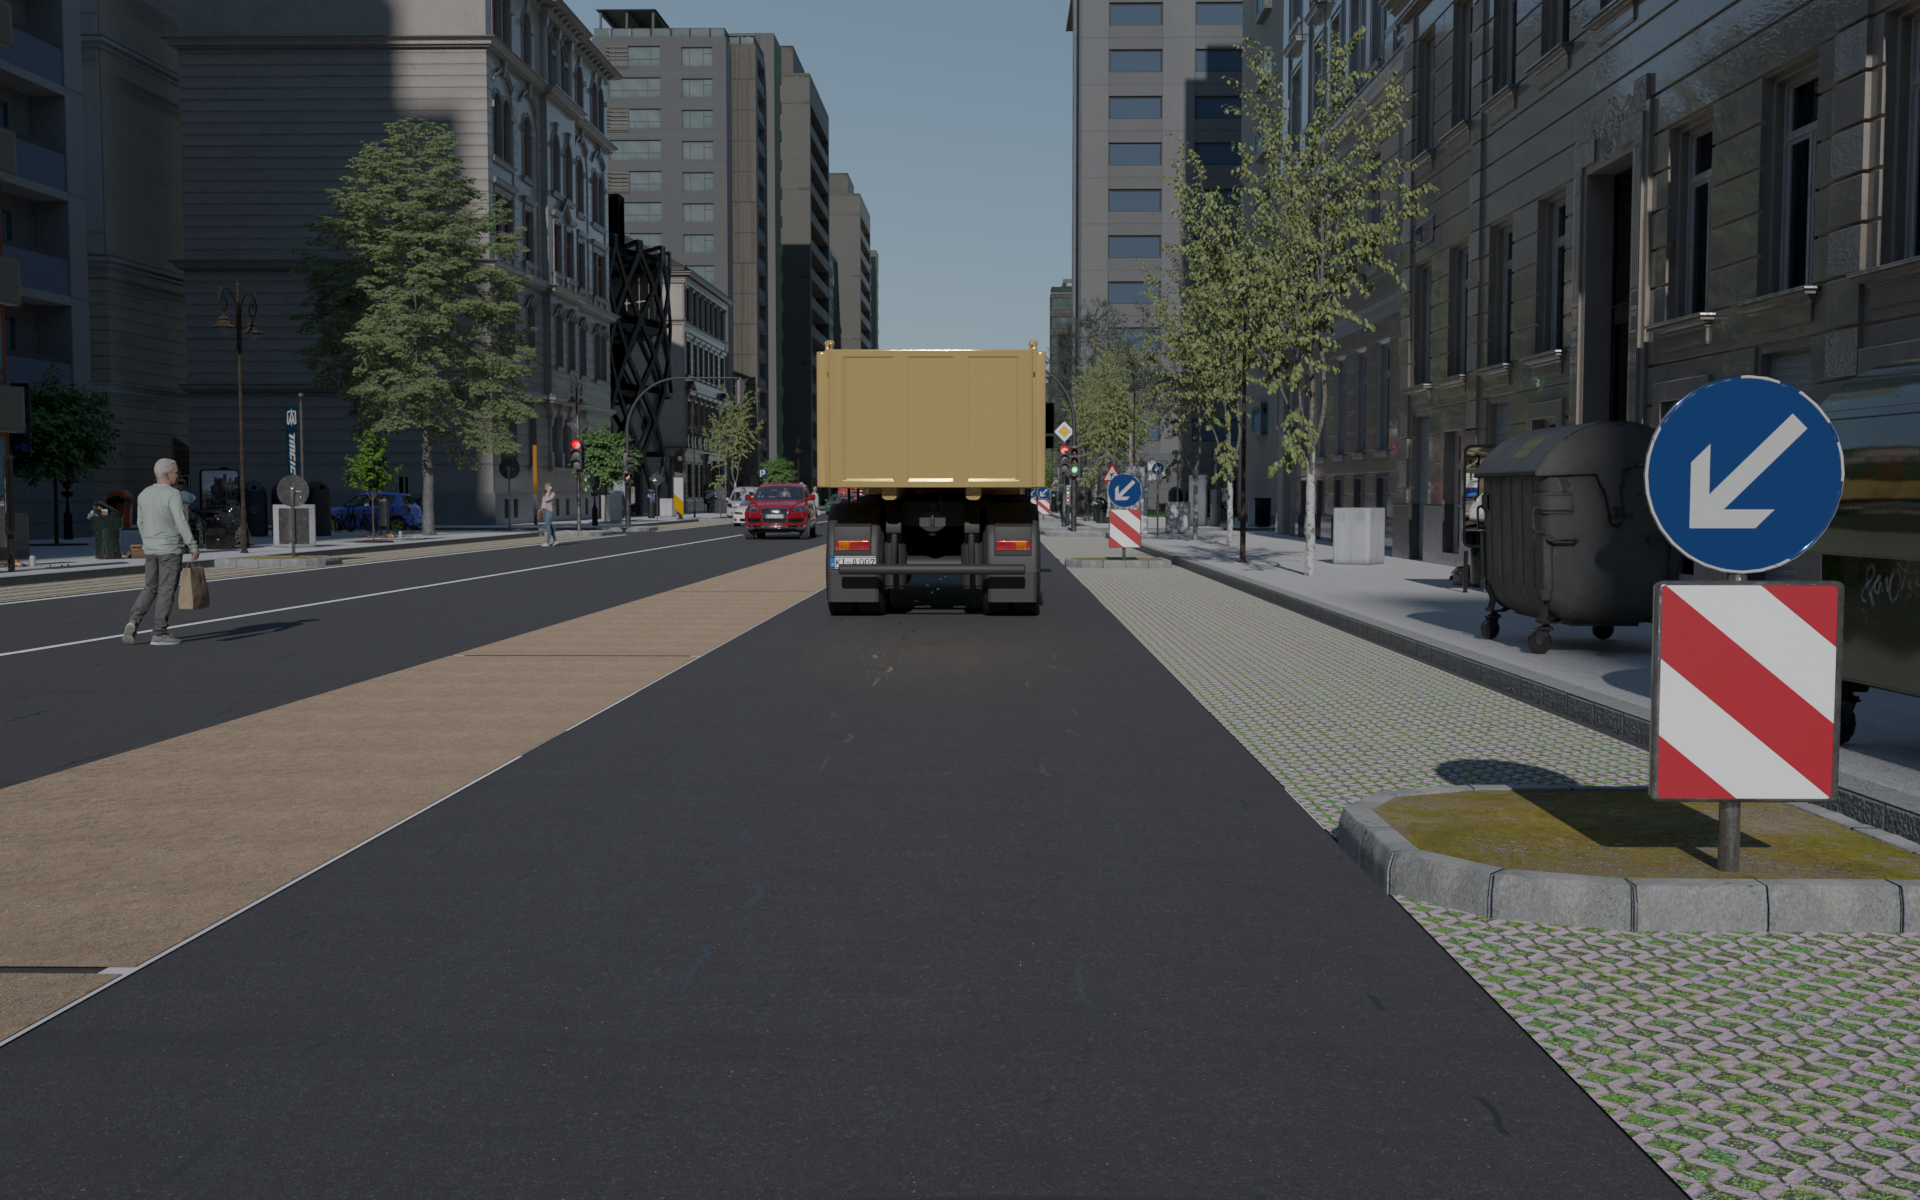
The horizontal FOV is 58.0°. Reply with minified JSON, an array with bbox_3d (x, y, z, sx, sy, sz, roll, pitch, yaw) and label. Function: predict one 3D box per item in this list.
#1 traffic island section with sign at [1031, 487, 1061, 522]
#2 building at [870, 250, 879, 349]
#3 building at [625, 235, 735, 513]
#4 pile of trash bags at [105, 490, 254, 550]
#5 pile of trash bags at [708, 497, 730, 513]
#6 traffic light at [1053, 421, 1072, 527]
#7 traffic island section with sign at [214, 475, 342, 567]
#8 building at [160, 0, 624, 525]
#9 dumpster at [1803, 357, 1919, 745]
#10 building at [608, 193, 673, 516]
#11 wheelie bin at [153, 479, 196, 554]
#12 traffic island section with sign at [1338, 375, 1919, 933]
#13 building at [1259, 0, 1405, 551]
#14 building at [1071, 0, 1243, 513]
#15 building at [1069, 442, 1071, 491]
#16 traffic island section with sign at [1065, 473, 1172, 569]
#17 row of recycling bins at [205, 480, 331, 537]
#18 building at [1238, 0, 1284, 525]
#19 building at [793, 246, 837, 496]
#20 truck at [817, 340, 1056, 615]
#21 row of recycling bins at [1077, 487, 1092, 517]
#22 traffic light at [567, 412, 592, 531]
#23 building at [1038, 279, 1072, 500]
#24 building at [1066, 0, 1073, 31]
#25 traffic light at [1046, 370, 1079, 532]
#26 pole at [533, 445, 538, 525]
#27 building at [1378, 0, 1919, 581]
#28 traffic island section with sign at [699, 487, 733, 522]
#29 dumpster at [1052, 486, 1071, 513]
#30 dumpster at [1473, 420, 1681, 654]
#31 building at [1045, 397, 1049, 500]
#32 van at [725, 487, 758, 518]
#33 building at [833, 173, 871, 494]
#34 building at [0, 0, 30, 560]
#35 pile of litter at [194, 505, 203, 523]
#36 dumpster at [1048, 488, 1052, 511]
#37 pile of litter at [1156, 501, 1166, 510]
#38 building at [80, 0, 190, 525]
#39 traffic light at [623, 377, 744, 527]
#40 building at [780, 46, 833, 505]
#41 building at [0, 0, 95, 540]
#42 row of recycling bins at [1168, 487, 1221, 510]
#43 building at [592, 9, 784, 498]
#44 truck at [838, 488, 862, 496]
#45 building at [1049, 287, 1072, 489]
[{"bbox_3d":[4.155,-4.902,88.771,1.989,1.847,2.006,0,4,1],"label":"traffic island section with sign"},{"bbox_3d":[-20.693,-36.624,282.388,14.154,41.232,14.086,0,4,1],"label":"building"},{"bbox_3d":[-23.038,-15.997,126.172,10.561,19.102,19.286,0,4,1],"label":"building"},{"bbox_3d":[-18.398,-1.897,40.771,3.447,1.369,1.912,0,4,3],"label":"pile of trash bags"},{"bbox_3d":[-15.607,-6.526,116.451,1.912,1.369,3.447,1,4,13],"label":"pile of trash bags"},{"bbox_3d":[4.012,-4.775,66.985,0.839,4.253,0.868,0,4,1],"label":"traffic light"},{"bbox_3d":[-13.575,-1.598,34.757,1.989,1.847,2.006,0,4,1],"label":"traffic island section with sign"},{"bbox_3d":[-25.047,-17.983,81.413,14.401,28.519,23.554,0,4,1],"label":"building"},{"bbox_3d":[4.974,-0.337,8.005,1.502,2.255,1.985,0,4,1],"label":"dumpster"},{"bbox_3d":[-25.742,-14.353,102.128,16.820,18.784,16.811,0,4,1],"label":"building"},{"bbox_3d":[-16.777,-1.771,36.864,0.980,1.594,0.693,-1,4,-11],"label":"wheelie bin"},{"bbox_3d":[2.530,0.126,6.572,1.989,1.847,2.006,0,4,1],"label":"traffic island section with sign"},{"bbox_3d":[16.134,-15.836,44.821,13.634,28.700,20.117,0,4,1],"label":"building"},{"bbox_3d":[18.738,-35.768,126.813,21.231,58.520,28.212,0,4,1],"label":"building"},{"bbox_3d":[24.467,-54.126,197.629,22.319,86.520,31.000,0,4,1],"label":"building"},{"bbox_3d":[3.073,-1.556,34.065,1.989,1.847,2.006,0,4,1],"label":"traffic island section with sign"},{"bbox_3d":[-20.919,-2.770,52.397,3.534,1.692,1.069,-2,4,-25],"label":"row of recycling bins"},{"bbox_3d":[23.775,-27.743,77.305,21.600,48.544,21.300,0,4,1],"label":"building"},{"bbox_3d":[-30.459,-33.620,241.565,32.217,40.220,23.993,0,4,1],"label":"building"},{"bbox_3d":[-0.257,-1.722,24.078,3.469,3.379,9.791,0,4,1],"label":"truck"},{"bbox_3d":[6.965,-5.572,98.213,1.069,1.692,3.534,0,4,0],"label":"row of recycling bins"},{"bbox_3d":[-13.054,-4.306,59.318,0.839,4.253,0.868,0,4,1],"label":"traffic light"},{"bbox_3d":[29.081,-36.522,289.007,32.217,40.220,23.993,0,4,1],"label":"building"},{"bbox_3d":[25.157,-35.450,168.841,28.713,52.752,27.495,0,4,1],"label":"building"},{"bbox_3d":[1.761,-5.152,58.902,4.771,5.953,1.251,0,4,1],"label":"traffic light"},{"bbox_3d":[-17.701,-4.792,72.192,0.158,3.312,0.155,0,3,0],"label":"pole"},{"bbox_3d":[14.210,-13.762,22.275,12.463,27.353,25.104,0,4,1],"label":"building"},{"bbox_3d":[-12.486,-4.998,90.337,1.989,1.847,2.006,0,4,1],"label":"traffic island section with sign"},{"bbox_3d":[7.033,-6.807,117.046,1.264,1.857,1.865,0,4,1],"label":"dumpster"},{"bbox_3d":[5.168,-0.535,14.507,1.264,1.857,1.865,0,4,1],"label":"dumpster"},{"bbox_3d":[26.968,-25.539,262.594,27.650,21.520,28.899,0,4,1],"label":"building"},{"bbox_3d":[-12.136,-5.548,97.713,2.013,2.044,4.112,0,4,1],"label":"van"},{"bbox_3d":[-24.998,-39.164,264.026,21.300,48.544,21.600,0,4,1],"label":"building"},{"bbox_3d":[-32.694,-10.689,19.798,27.650,21.520,28.899,0,4,1],"label":"building"},{"bbox_3d":[-30.647,-3.416,69.819,1.719,0.858,1.176,0,4,-5],"label":"pile of litter"},{"bbox_3d":[7.288,-7.667,131.107,1.264,1.857,1.865,0,4,1],"label":"dumpster"},{"bbox_3d":[12.935,-6.066,113.143,1.719,0.858,1.176,1,4,12],"label":"pile of litter"},{"bbox_3d":[-44.173,-17.771,76.464,20.117,28.700,13.634,0,4,1],"label":"building"},{"bbox_3d":[-10.803,-5.665,67.295,4.771,5.953,1.251,0,4,1],"label":"traffic light"},{"bbox_3d":[-26.083,-34.765,192.107,21.300,48.544,21.600,0,4,1],"label":"building"},{"bbox_3d":[-39.895,-30.810,45.741,28.212,58.520,21.231,0,4,1],"label":"building"},{"bbox_3d":[13.332,-5.441,96.075,3.534,1.692,1.069,0,4,2],"label":"row of recycling bins"},{"bbox_3d":[-23.118,-28.482,149.276,14.154,41.232,14.086,0,4,1],"label":"building"},{"bbox_3d":[-4.978,-6.305,91.993,2.839,4.237,11.283,0,3,0],"label":"truck"},{"bbox_3d":[19.408,-28.703,241.002,14.160,30.474,14.107,0,4,1],"label":"building"}]
